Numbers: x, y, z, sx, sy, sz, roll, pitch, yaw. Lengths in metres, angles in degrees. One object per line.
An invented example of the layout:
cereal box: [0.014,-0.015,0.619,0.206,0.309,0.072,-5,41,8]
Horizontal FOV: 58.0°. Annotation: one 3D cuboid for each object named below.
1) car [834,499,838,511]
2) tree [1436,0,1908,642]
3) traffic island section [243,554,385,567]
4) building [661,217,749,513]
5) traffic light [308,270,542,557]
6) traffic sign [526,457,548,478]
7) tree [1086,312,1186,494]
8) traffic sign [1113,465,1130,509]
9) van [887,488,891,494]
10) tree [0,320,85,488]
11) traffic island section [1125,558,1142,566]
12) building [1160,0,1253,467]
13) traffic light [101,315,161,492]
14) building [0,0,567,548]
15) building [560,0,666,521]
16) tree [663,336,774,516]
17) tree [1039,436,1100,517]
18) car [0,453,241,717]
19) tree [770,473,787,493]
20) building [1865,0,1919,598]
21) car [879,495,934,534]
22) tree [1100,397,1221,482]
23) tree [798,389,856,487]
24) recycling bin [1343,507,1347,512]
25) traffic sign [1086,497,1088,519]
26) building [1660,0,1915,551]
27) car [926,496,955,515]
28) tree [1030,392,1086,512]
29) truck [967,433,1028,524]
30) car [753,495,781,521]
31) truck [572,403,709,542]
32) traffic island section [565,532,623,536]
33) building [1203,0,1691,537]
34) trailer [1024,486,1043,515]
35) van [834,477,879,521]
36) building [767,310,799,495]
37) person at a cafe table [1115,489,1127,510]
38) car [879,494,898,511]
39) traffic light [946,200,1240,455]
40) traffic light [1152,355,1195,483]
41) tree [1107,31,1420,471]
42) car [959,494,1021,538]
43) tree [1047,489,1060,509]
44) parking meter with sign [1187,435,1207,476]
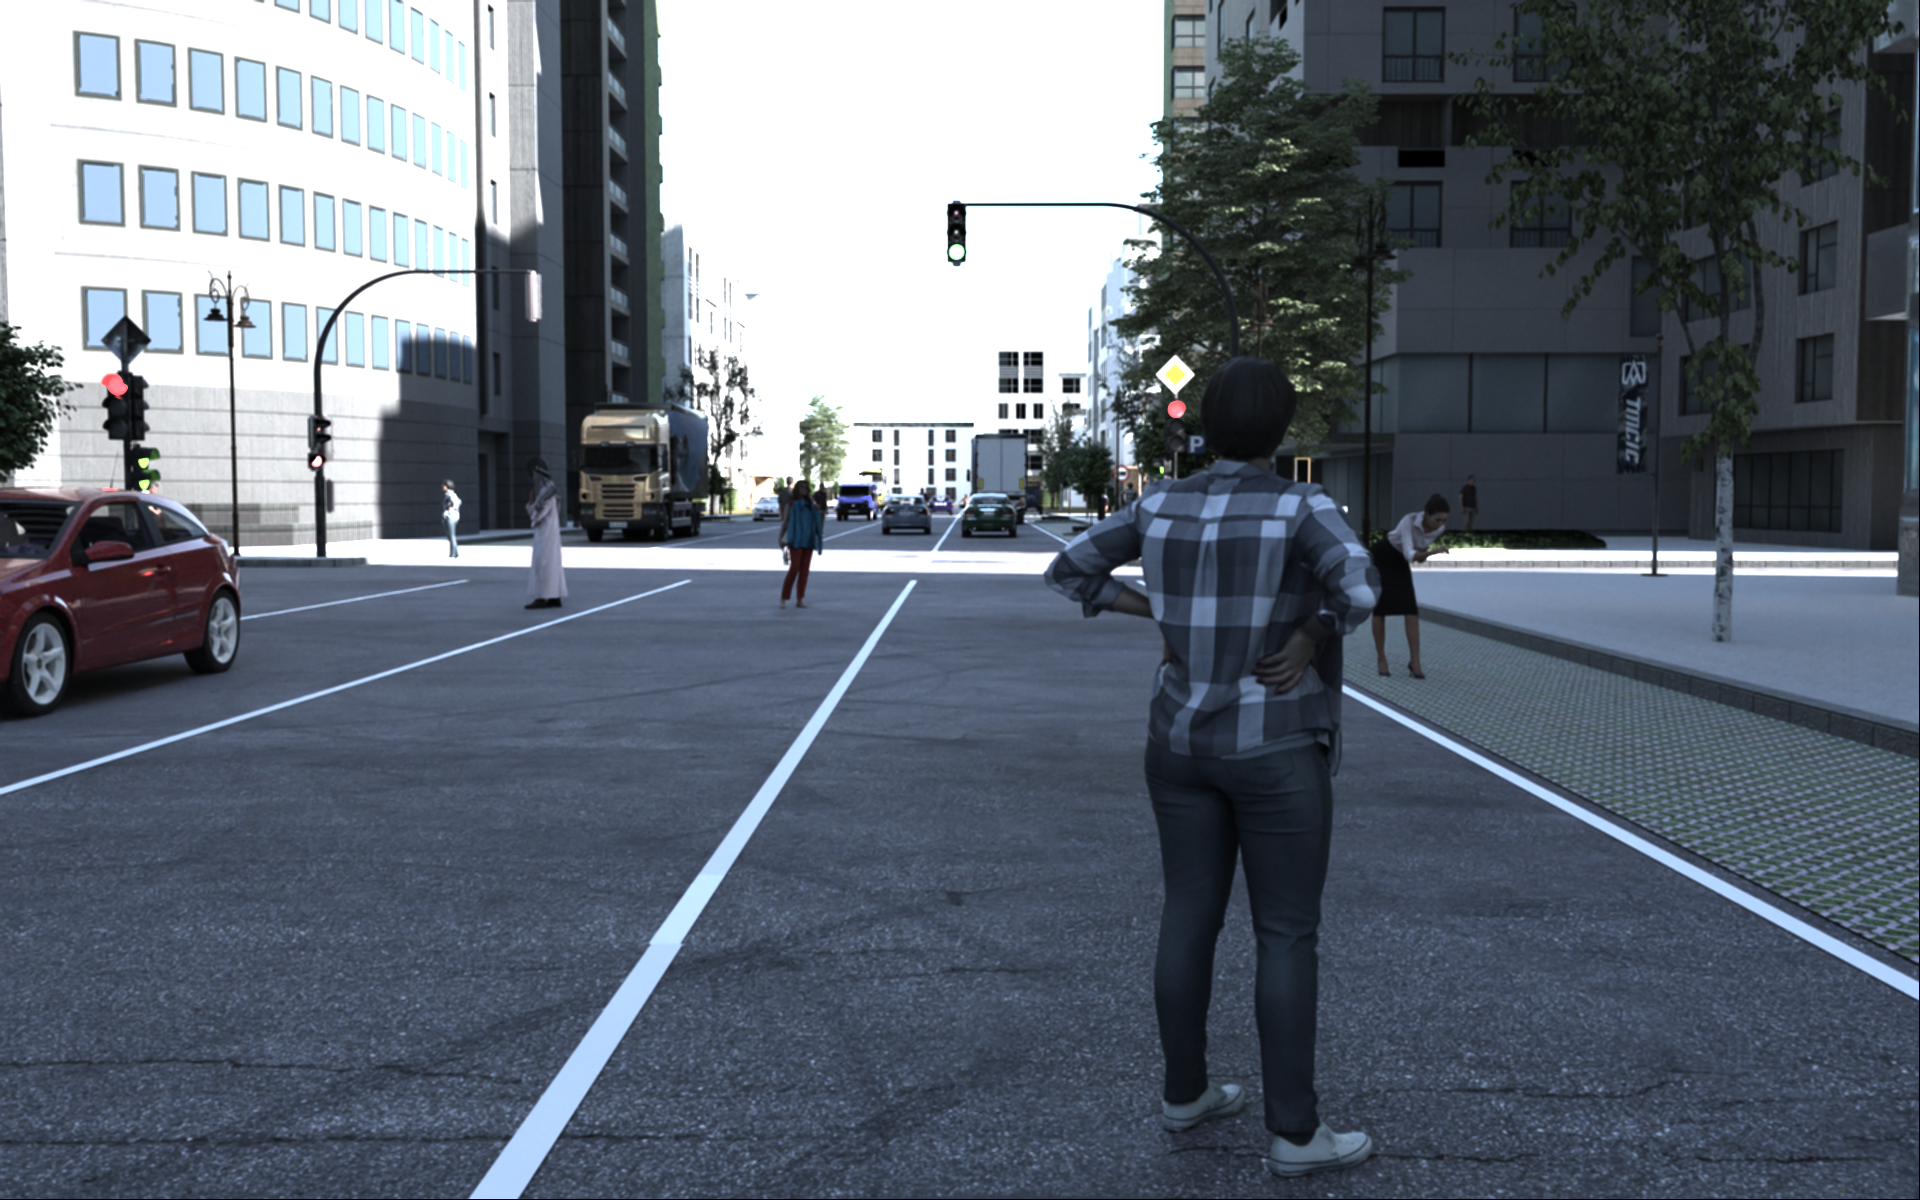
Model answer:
car: [-9.755,-8.323,148.441,2.083,1.381,4.827,0,4,0]
tree: [6.398,-3.944,14.842,4.737,8.622,4.395,0,3,0]
traffic island section: [-13.055,-0.800,35.359,2.009,0.180,2.903,0,4,0]
building: [-25.865,-15.914,126.649,16.747,18.905,31.486,0,4,0]
traffic light: [-10.923,-3.705,35.243,4.771,5.953,1.251,0,4,0]
traffic sign: [-14.634,-3.659,59.924,0.768,2.556,0.104,0,4,6]
tree: [7.422,-7.292,69.589,4.360,8.622,3.978,0,3,0]
traffic sign: [7.113,-4.667,76.405,0.768,2.556,0.104,0,4,5]
van: [-8.287,-10.770,180.472,2.240,2.365,5.245,0,4,0]
tree: [-16.138,-2.721,28.205,4.285,4.588,4.351,0,3,0]
traffic island section: [4.366,-0.791,35.217,2.009,0.180,2.903,0,4,0]
building: [17.767,-25.073,93.538,14.154,41.232,14.086,0,4,0]
traffic light: [-13.078,-2.344,27.239,0.839,4.253,0.868,0,4,0]
building: [-25.886,-31.175,51.717,21.231,58.520,28.212,0,4,0]
building: [-22.697,-24.513,84.389,14.154,41.232,14.086,0,4,0]
tree: [-14.919,-10.312,103.006,8.767,10.594,7.601,0,4,6]
tree: [7.335,-7.030,98.653,4.285,4.588,4.351,0,3,0]
car: [-6.796,-0.209,12.463,2.155,1.783,4.494,0,4,0]
tree: [-14.826,-9.171,144.540,1.663,3.219,1.824,0,3,0]
building: [21.333,-23.737,7.705,23.786,49.044,30.456,0,4,0]
car: [-1.928,-3.102,62.728,2.014,1.417,4.499,0,4,-1]
tree: [6.965,-4.337,54.627,4.285,4.588,4.351,0,3,0]
tree: [-15.073,-16.507,188.015,7.486,12.596,7.792,0,3,0]
recycling bin: [7.245,-1.349,34.614,0.722,1.027,0.722,-1,4,-17]
traffic sign: [6.589,-5.481,89.726,0.768,2.556,0.104,1,4,9]
building: [26.624,-16.500,41.470,14.107,30.474,14.160,0,4,0]
car: [-1.317,-6.397,117.179,1.945,1.354,3.894,0,4,-1]
tree: [7.276,-10.702,125.337,4.360,8.622,3.978,0,3,0]
truck: [1.831,-5.919,85.685,2.839,4.237,11.283,0,4,-1]
car: [-10.087,-4.959,93.446,2.083,1.381,4.827,0,4,-1]
truck: [-10.032,-4.073,55.510,2.839,4.237,11.283,0,4,0]
traffic island section: [-12.537,-2.287,60.252,1.991,0.108,1.994,0,4,0]
building: [24.284,-29.062,64.398,28.713,52.752,27.495,0,4,0]
trailer: [4.984,-6.943,120.573,1.471,1.999,3.904,0,4,0]
van: [-5.567,-5.485,94.062,2.240,2.365,5.245,0,4,2]
building: [-32.938,-18.898,175.445,31.486,18.905,16.747,0,4,0]
person at a cafe table: [8.795,-4.910,88.793,1.622,1.524,1.698,-1,4,-18]
car: [-5.925,-8.454,148.446,2.015,1.641,3.980,0,4,1]
traffic light: [2.170,-3.200,26.994,4.771,5.953,1.251,0,4,0]
traffic light: [4.326,-2.825,35.104,0.839,4.253,0.868,0,4,0]
tree: [7.608,-7.681,43.709,7.486,12.596,7.792,0,3,0]
car: [1.010,-2.862,58.591,2.131,1.459,4.920,0,4,2]
tree: [8.209,-9.726,153.626,1.663,3.219,1.824,0,3,0]
parking meter with sign: [6.908,-3.304,50.286,0.543,3.016,1.738,0,4,4]
